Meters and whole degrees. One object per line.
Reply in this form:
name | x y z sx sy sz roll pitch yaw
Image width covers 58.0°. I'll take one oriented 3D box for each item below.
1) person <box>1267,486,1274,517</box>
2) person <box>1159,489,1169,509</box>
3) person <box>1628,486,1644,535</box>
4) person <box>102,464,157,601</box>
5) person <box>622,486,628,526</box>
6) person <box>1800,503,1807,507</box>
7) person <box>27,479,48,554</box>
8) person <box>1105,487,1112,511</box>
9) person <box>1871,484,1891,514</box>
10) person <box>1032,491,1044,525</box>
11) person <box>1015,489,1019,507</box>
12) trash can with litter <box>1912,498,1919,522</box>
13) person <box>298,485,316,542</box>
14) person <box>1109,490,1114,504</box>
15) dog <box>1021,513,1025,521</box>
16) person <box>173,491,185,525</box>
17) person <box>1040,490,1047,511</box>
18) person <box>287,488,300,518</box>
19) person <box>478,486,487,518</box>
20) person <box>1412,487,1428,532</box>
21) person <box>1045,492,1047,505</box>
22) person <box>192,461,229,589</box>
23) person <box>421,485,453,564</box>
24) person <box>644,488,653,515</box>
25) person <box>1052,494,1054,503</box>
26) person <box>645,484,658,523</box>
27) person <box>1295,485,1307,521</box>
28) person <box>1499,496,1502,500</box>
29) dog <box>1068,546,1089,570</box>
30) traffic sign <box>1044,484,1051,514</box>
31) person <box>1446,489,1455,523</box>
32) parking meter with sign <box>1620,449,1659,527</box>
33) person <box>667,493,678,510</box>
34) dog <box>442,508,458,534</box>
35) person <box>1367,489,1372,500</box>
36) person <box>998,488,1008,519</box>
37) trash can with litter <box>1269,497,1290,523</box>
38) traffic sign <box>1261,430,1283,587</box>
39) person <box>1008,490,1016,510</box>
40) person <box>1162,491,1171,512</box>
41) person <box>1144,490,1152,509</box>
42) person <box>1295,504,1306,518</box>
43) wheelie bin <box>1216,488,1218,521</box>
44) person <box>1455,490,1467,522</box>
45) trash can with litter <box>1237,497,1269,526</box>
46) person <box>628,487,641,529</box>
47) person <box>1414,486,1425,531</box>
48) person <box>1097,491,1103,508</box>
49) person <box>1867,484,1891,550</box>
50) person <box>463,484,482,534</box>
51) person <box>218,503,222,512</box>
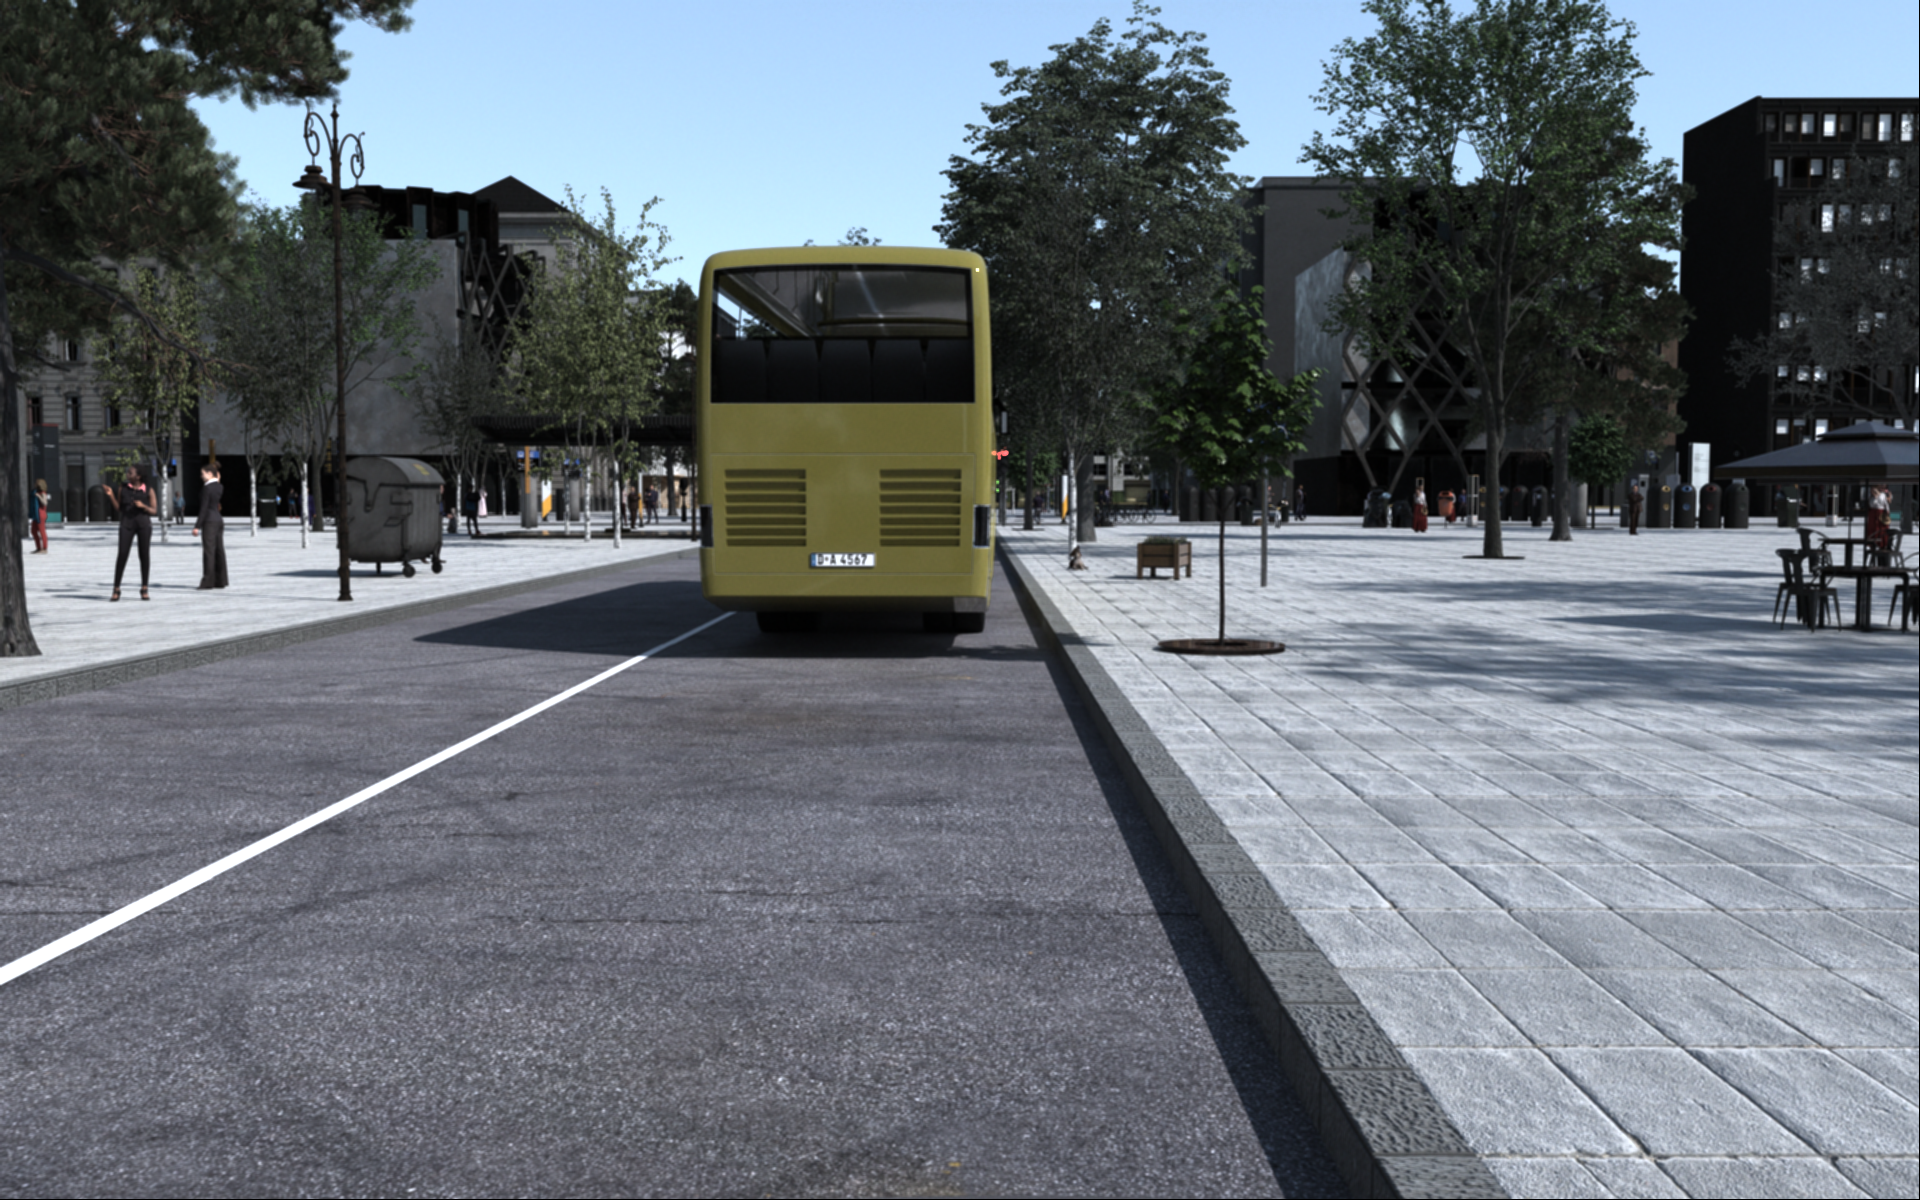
person | 17.490 -5.558 97.444 0.750 1.759 0.617 3 5 41
person | 17.476 -8.660 148.186 0.990 1.755 0.434 -1 4 -17
person | 21.335 -2.835 54.669 0.482 1.546 0.388 0 4 -6
person | -9.956 -0.813 20.813 0.415 1.643 0.593 2 4 30
person | -13.495 -3.762 69.017 0.517 1.644 0.566 2 4 30
person | 35.706 -3.895 74.134 0.435 1.587 0.963 -3 4 -38
person | -19.830 -1.803 37.234 0.444 1.614 0.593 -1 4 -20
person | 11.319 -7.685 131.563 0.599 1.838 0.709 3 4 36
person | 23.486 -2.242 44.177 0.593 1.643 0.415 -2 4 -31
person | 3.250 -3.831 73.349 0.569 1.553 0.471 0 4 4
person | 5.528 -9.832 167.595 0.445 1.727 0.742 -1 4 -15
trash can with litter | 44.374 -4.219 80.364 0.624 1.170 1.055 -2 4 -31
person | -17.433 -2.317 46.295 0.546 1.535 0.453 3 5 41
person | 18.645 -12.690 214.082 0.990 1.755 0.434 -2 4 -35
dog | 3.211 -3.936 82.092 0.550 0.427 0.748 -1 4 -20
person | -33.719 -3.922 74.831 0.499 1.552 0.429 -1 4 -13
person | 6.185 -7.328 127.719 0.647 1.594 0.662 1 4 22
person | -35.337 -5.131 91.809 0.647 1.594 0.662 1 4 15
person | -25.938 -5.349 94.164 0.621 1.740 0.551 -2 4 -35
person | 15.461 -3.042 58.245 0.523 1.526 0.387 0 4 -5
person | 9.598 -11.526 195.312 1.217 1.723 0.721 1 4 10
person | -10.216 -1.022 23.555 0.445 1.727 0.742 -2 4 -27
person | -9.682 -1.432 32.144 0.600 1.496 0.574 1 4 11
person | -19.204 -6.072 106.778 0.517 1.644 0.566 3 5 44
person | 7.097 -7.420 129.578 0.429 1.552 0.499 -1 4 -23
person | -13.606 -4.249 76.437 0.541 1.710 0.530 2 4 25
person | 16.350 -4.665 83.135 0.655 1.722 0.431 -3 5 -41
person | 22.453 -3.889 72.774 0.600 1.739 0.565 2 4 26
dog | 2.068 -0.726 29.611 0.550 0.427 0.748 3 5 41
traffic sign | 5.326 -6.683 109.263 0.884 2.594 0.081 0 4 2
person | 21.880 -4.199 77.161 0.387 1.526 0.523 -1 4 -21
parking meter with sign | 26.233 -4.325 66.977 1.738 3.016 0.543 -2 4 -35
person | -21.289 -7.451 128.392 0.750 1.759 0.617 -2 4 -35
dog | -16.674 -2.578 56.535 0.513 0.831 0.800 2 4 34
person | 19.706 -4.578 82.960 0.319 1.574 0.516 -3 4 -38
person | 2.203 -4.979 89.511 0.516 1.574 0.319 2 4 29
trash can with litter | 14.247 -4.047 77.555 1.055 1.170 0.624 2 4 28
traffic sign | 4.207 -1.455 23.901 0.768 2.556 0.104 0 4 6
person | 4.253 -8.224 142.372 0.662 1.594 0.647 0 4 5
person | 14.498 -6.887 121.339 0.600 1.496 0.574 -1 4 -17
person | 15.975 -8.472 146.517 0.435 1.587 0.963 -2 4 -35
person | 17.940 -5.075 91.233 0.590 1.554 0.614 1 4 14
wheelie bin | 12.324 -4.553 82.342 0.980 1.594 0.693 0 4 -4
person | 23.372 -4.400 80.679 0.574 1.496 0.600 0 4 -3
trash can with litter | 11.658 -3.548 69.396 1.055 1.170 0.624 -2 4 -25
person | -11.964 -3.384 63.644 0.388 1.546 0.482 2 4 30
person | 16.058 -3.202 60.466 0.319 1.574 0.516 3 5 41
person | 9.916 -6.978 122.682 0.613 1.512 0.480 1 4 12
person | 20.948 -1.897 39.527 0.523 1.526 0.387 1 4 15
person | -15.432 -2.876 54.941 0.647 1.594 0.662 0 4 7
person | -29.272 -3.644 68.085 0.387 1.526 0.523 0 4 -8
